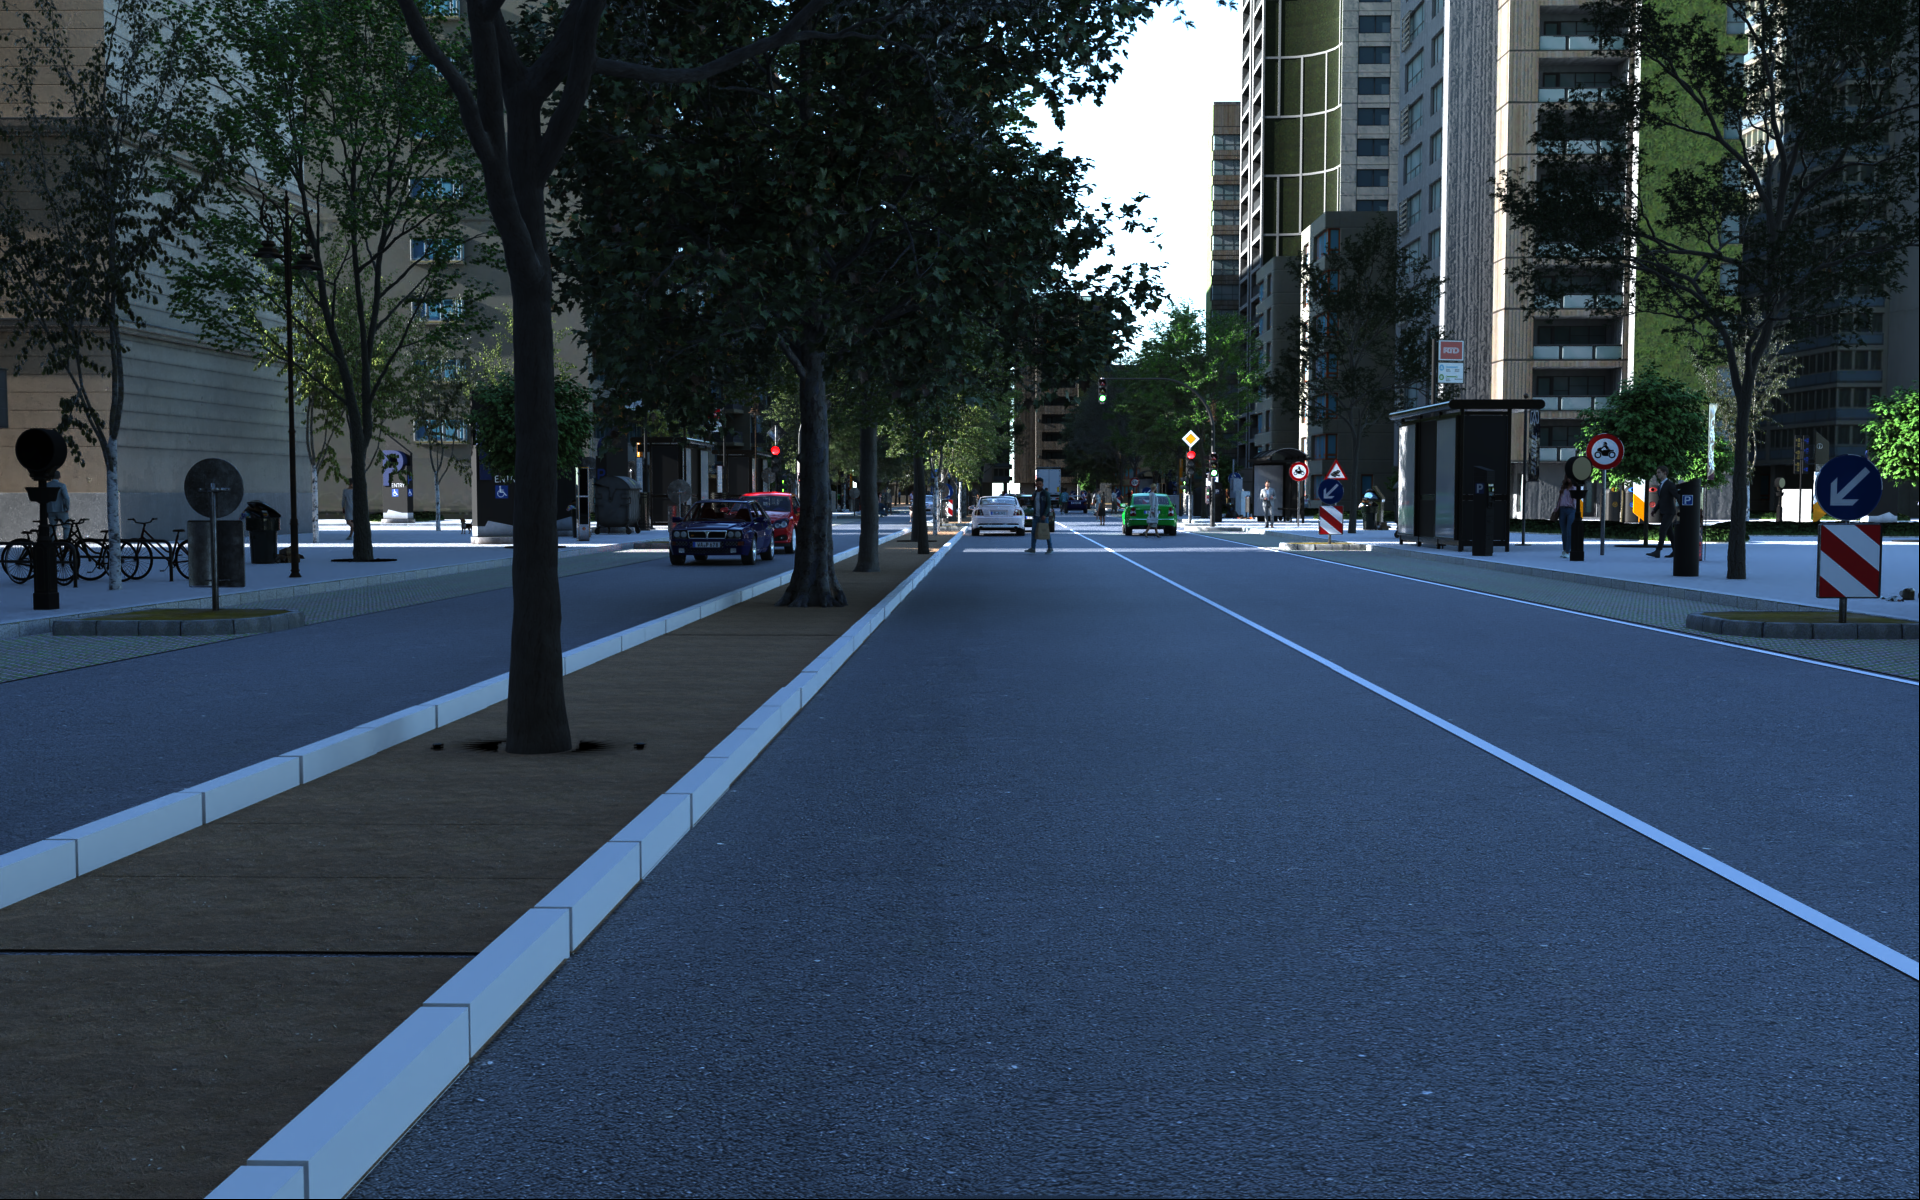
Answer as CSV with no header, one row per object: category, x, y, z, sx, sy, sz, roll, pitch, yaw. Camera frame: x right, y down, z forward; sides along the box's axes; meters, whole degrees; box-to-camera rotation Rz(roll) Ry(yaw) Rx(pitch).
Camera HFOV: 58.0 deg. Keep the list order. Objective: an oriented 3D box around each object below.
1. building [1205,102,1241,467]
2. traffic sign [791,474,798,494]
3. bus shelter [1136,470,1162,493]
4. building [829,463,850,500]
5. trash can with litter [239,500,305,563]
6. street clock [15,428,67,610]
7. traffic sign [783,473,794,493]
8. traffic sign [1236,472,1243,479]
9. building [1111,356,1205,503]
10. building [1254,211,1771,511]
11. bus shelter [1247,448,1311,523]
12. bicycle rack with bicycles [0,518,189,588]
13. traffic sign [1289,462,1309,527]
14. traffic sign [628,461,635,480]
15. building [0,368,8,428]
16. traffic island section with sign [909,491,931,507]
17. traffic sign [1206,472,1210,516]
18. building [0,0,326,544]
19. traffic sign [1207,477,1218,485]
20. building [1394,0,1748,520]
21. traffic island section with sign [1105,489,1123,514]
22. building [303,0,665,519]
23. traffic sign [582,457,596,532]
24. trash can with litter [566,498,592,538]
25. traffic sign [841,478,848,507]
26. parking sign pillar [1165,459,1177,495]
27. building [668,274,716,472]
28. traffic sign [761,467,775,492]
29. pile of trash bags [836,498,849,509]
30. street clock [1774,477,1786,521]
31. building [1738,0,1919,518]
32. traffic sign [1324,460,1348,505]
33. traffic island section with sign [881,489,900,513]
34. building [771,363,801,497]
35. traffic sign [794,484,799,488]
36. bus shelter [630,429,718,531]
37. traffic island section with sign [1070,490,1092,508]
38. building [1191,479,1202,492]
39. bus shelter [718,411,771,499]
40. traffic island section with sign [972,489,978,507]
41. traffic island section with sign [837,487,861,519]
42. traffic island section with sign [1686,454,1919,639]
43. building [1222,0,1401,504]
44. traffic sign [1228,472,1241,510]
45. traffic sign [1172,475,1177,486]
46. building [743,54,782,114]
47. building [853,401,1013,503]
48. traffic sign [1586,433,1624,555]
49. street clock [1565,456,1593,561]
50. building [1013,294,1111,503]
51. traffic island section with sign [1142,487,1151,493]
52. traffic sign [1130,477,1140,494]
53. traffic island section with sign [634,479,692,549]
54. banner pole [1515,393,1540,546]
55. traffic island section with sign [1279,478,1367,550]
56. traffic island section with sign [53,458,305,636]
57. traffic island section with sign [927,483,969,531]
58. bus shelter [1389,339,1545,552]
building,32.913,-30.589,183.727,14.154,41.232,14.086,0,4,1
traffic sign,-10.290,-6.544,107.098,0.768,2.556,0.104,0,4,6
bus shelter,16.206,-9.439,148.247,2.014,3.302,5.546,0,4,1
building,-30.576,-36.864,257.353,28.867,44.769,22.147,0,4,1
trash can with litter,-12.778,-1.271,32.173,0.624,1.170,1.055,2,4,28
street clock,-10.173,-0.896,19.226,0.471,2.002,0.358,0,4,7
traffic sign,-10.132,-6.213,101.692,0.768,2.556,0.104,0,4,3
traffic sign,16.407,-6.303,102.779,0.795,2.593,0.064,0,4,7
building,36.462,-25.351,259.533,28.899,21.520,27.650,0,4,1
building,36.476,-16.830,120.215,27.650,21.520,28.899,0,4,1
bus shelter,14.356,-5.153,78.168,2.014,3.302,5.546,0,4,1
bicycle rack with bicycles,-12.810,-0.713,25.047,2.925,0.926,2.852,1,4,20
traffic sign,13.372,-4.175,68.374,0.768,2.556,0.104,0,4,7
traffic sign,-12.611,-4.065,66.561,0.768,2.556,0.104,1,4,9
building,-29.078,-14.348,28.092,14.314,27.812,24.014,0,4,1
traffic island section with sign,-4.253,-10.364,178.082,1.989,1.847,2.006,0,4,1
traffic sign,14.242,-6.048,98.990,0.768,2.556,0.104,1,4,9
building,-32.607,-16.101,50.635,23.554,28.519,14.401,0,4,1
traffic sign,12.658,-5.188,86.959,0.606,2.300,0.079,0,4,5
building,31.628,-24.947,91.478,14.086,41.232,14.154,0,4,1
traffic island section with sign,11.354,-7.263,127.382,1.989,1.847,2.006,0,4,1
building,-29.074,-28.934,96.772,21.300,48.544,21.600,0,4,1
traffic sign,-12.681,-3.612,59.167,0.768,2.556,0.104,0,4,2
trash can with litter,-11.185,-2.422,50.989,0.624,1.170,1.055,0,4,-3
traffic sign,-9.118,-8.409,137.489,0.884,2.594,0.081,1,4,8
parking sign pillar,15.962,-8.622,129.440,1.447,3.967,1.447,-2,4,-25
building,-31.068,-31.264,130.779,23.786,49.044,30.456,0,4,1
traffic sign,-9.141,-5.064,82.898,0.768,2.556,0.104,0,4,7
pile of trash bags,-9.528,-8.396,147.031,1.912,1.369,3.447,-2,4,-30
street clock,35.583,-4.319,75.181,0.471,2.002,0.358,-2,4,-29
building,58.844,-24.868,98.469,23.993,40.220,32.217,0,4,1
traffic sign,14.153,-3.990,65.238,0.884,2.594,0.081,0,4,4
traffic island section with sign,-5.455,-7.312,128.172,1.989,1.847,2.006,0,4,1
building,-29.659,-31.109,200.506,23.993,40.220,32.217,0,4,1
traffic sign,-11.621,-7.493,124.637,0.606,2.300,0.079,0,4,2
bus shelter,-11.004,-5.336,64.872,2.179,5.291,8.768,0,4,2
traffic island section with sign,12.573,-10.357,177.972,1.989,1.847,2.006,0,4,1
building,42.451,-31.233,202.537,32.217,40.220,23.993,0,4,1
bus shelter,-10.655,-6.454,83.149,2.179,5.291,8.768,0,4,1
traffic island section with sign,1.215,-8.730,150.879,2.006,1.907,1.989,0,4,1
traffic island section with sign,-6.119,-5.654,101.079,1.989,1.847,2.006,0,4,1
traffic island section with sign,8.702,-0.568,17.913,1.989,1.847,2.006,0,4,1
building,36.142,-44.452,165.043,20.563,71.187,20.611,0,4,1
traffic sign,16.082,-6.198,101.435,0.768,2.556,0.104,0,4,7
traffic sign,14.642,-7.123,116.559,0.768,2.556,0.104,0,4,3
building,-28.841,-31.275,165.973,22.147,44.769,28.867,0,4,1
building,-4.039,-34.845,261.592,23.993,40.220,32.217,0,4,1
traffic sign,13.480,-2.212,36.276,0.768,2.556,0.104,1,4,9
street clock,11.838,-1.749,33.175,0.471,2.002,0.358,-1,4,-16
building,14.772,-29.363,251.781,14.107,30.474,14.160,0,4,1
traffic island section with sign,10.698,-5.615,100.435,1.989,1.847,2.006,0,4,1
traffic sign,13.374,-8.099,132.530,0.768,2.556,0.104,0,4,7
traffic island section with sign,-7.455,-2.274,45.808,1.989,1.847,2.006,0,4,1
banner pole,14.118,-3.234,42.898,0.401,3.779,0.863,-1,4,-15
traffic island section with sign,9.346,-2.216,44.861,1.989,1.847,2.006,0,4,1
traffic island section with sign,-8.118,-0.593,18.329,1.989,1.847,2.006,0,4,1
traffic island section with sign,-0.783,-3.683,68.357,2.006,1.907,1.989,0,4,1
bus shelter,11.970,-3.971,42.564,2.179,5.291,8.768,0,4,1
